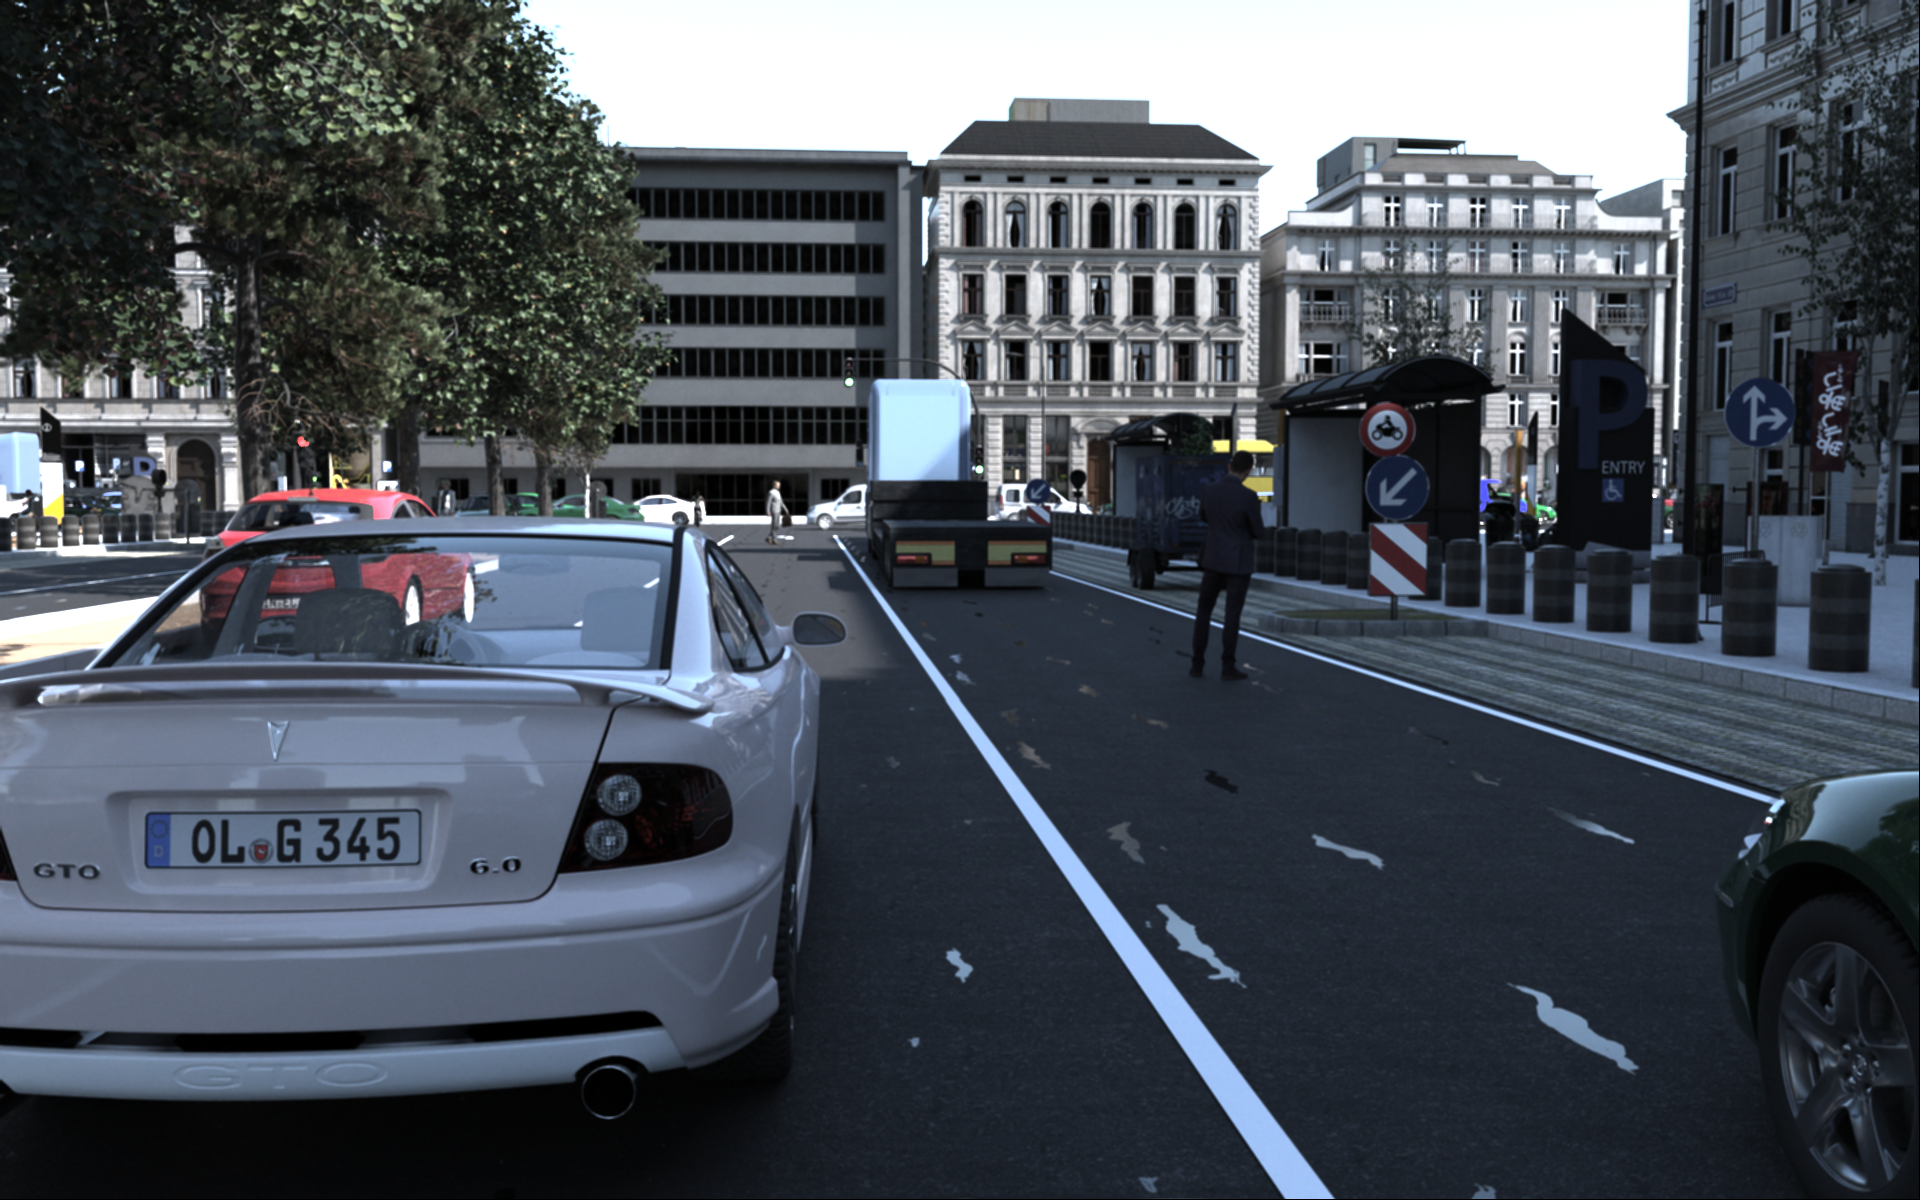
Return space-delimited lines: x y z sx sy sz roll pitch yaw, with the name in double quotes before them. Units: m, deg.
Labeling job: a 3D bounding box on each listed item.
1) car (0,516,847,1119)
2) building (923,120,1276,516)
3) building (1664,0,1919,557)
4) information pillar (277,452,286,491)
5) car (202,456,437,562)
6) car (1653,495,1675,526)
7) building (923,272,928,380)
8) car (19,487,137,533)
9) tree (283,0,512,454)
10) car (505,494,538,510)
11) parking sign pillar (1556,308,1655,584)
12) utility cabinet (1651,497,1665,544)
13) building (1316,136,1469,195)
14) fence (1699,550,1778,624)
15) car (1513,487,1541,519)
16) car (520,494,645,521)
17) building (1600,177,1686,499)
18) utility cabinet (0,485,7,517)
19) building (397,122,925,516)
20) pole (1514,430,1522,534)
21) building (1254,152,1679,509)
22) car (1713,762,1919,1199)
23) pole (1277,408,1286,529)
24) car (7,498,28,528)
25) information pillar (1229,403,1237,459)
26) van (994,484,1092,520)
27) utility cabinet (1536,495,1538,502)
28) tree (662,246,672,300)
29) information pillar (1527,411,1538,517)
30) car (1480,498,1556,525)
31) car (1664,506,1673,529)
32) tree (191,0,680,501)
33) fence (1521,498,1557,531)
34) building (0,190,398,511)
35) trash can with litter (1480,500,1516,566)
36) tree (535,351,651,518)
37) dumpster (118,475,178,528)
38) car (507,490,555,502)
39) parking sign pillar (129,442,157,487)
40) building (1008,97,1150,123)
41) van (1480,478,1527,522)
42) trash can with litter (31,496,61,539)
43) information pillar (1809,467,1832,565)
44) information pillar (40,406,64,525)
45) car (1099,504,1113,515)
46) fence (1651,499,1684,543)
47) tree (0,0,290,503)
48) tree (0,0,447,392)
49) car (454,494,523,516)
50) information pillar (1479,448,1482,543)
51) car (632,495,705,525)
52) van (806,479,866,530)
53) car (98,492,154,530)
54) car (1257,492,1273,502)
"car" -1.407 0.416 5.563 2.083 1.381 4.827 0 4 -3
"building" 7.631 -16.840 104.206 19.941 23.489 11.050 0 4 -5
"building" 25.411 -14.426 33.135 12.463 27.353 25.104 0 4 -5
"information pillar" -32.371 -5.586 82.689 0.504 3.616 0.183 2 4 29
"car" -5.955 -0.486 16.981 2.155 1.783 4.494 0 4 -5
"car" 29.381 -4.149 76.515 5.304 1.827 2.281 0 4 -5
"building" 3.311 -35.691 275.420 23.993 40.220 32.217 0 4 -5
"car" -31.981 -3.260 63.083 4.222 1.686 2.009 0 4 -7
"tree" -10.845 -7.065 40.018 6.751 12.117 7.091 0 3 0
"car" -17.084 -3.561 68.016 4.222 1.686 2.009 0 4 -6
"parking sign pillar" 9.428 -2.251 25.281 1.447 3.967 1.447 -1 4 -11
"utility cabinet" 17.529 -2.037 44.474 1.020 1.237 0.306 3 4 37
"building" 49.905 -31.659 201.218 14.086 41.232 14.154 0 4 -5
"fence" 8.024 -0.154 17.890 0.278 0.683 2.069 3 5 39
"car" 23.326 -4.169 76.956 4.718 1.807 1.959 0 4 -5
"car" -13.898 -3.111 62.661 4.920 1.459 2.131 0 4 -3
"building" 50.445 -15.539 108.821 16.860 20.320 10.420 0 4 -5
"utility cabinet" -22.388 -1.908 39.868 0.318 1.500 1.173 0 3 0
"building" -17.482 -17.447 104.324 30.058 24.678 14.314 0 4 -5
"pole" 17.849 -3.766 55.425 0.158 3.312 0.155 0 3 0
"building" 29.975 -16.281 107.996 24.055 21.916 13.314 0 4 -5
"car" 2.694 0.601 1.977 2.131 1.459 4.920 0 4 -3
"pole" 7.256 -2.768 39.103 0.158 3.312 0.155 0 3 0
"car" -38.416 -3.762 73.878 4.827 1.381 2.083 0 4 -6
"information pillar" 6.965 -3.231 44.178 0.183 3.616 0.504 1 4 22
"van" 3.516 -4.020 72.745 4.112 2.044 2.013 0 4 -6
"utility cabinet" 33.097 -5.435 100.031 0.306 1.237 1.020 3 5 45
"tree" -11.418 -7.498 47.112 6.751 12.117 7.091 0 3 0
"information pillar" 16.278 -3.542 49.262 0.183 3.616 0.504 0 4 -5
"car" 25.219 -4.367 80.192 4.718 1.807 1.959 0 4 -5
"car" 28.069 -3.717 72.575 4.920 1.459 2.131 0 4 -7
"tree" -10.170 -6.868 31.760 9.611 12.733 9.660 0 3 0
"fence" 19.518 -2.836 57.564 2.264 1.192 0.480 1 4 18
"building" -52.485 -15.228 99.895 40.483 20.767 10.553 0 4 -5
"trash can with litter" 9.473 -1.171 30.530 0.624 1.170 1.055 1 4 19
"tree" -11.718 -6.201 54.199 4.360 8.622 3.978 0 3 0
"dumpster" -25.638 -2.995 54.730 1.264 1.857 1.865 0 4 -5
"car" -19.182 -4.243 78.177 4.718 1.807 1.959 0 4 -4
"parking sign pillar" -42.718 -6.255 90.741 1.447 3.967 1.447 -3 5 -41
"building" 11.807 -30.508 182.399 14.154 41.232 14.086 0 4 -5
"van" 20.480 -4.033 70.328 5.245 2.365 2.240 0 4 -7
"trash can with litter" -26.562 -2.385 50.045 2.233 1.210 1.678 2 4 35
"information pillar" 15.558 -1.642 31.339 0.304 2.012 0.304 3 4 39
"information pillar" -24.343 -3.367 46.411 0.504 3.616 0.183 -3 4 -37
"car" 7.525 -3.190 63.947 4.920 1.459 2.131 0 4 -6
"fence" 17.176 -1.925 42.674 2.264 1.192 0.480 0 4 -1
"tree" -9.702 -6.056 23.522 6.751 12.117 7.091 0 3 0
"tree" -7.856 -6.263 11.516 9.857 13.997 8.962 0 3 0
"car" -15.006 -2.771 55.088 2.009 1.686 4.222 0 4 -5
"information pillar" 8.155 -1.429 27.849 0.304 2.012 0.304 -3 4 -37
"car" -14.310 -4.182 80.739 4.827 1.381 2.083 0 4 -4
"van" -4.162 -3.844 69.853 4.112 2.044 2.013 0 4 -5
"car" -33.626 -3.630 68.948 3.694 1.707 1.945 0 4 -4
"car" 12.254 -3.429 65.661 3.694 1.707 1.945 0 4 -4
